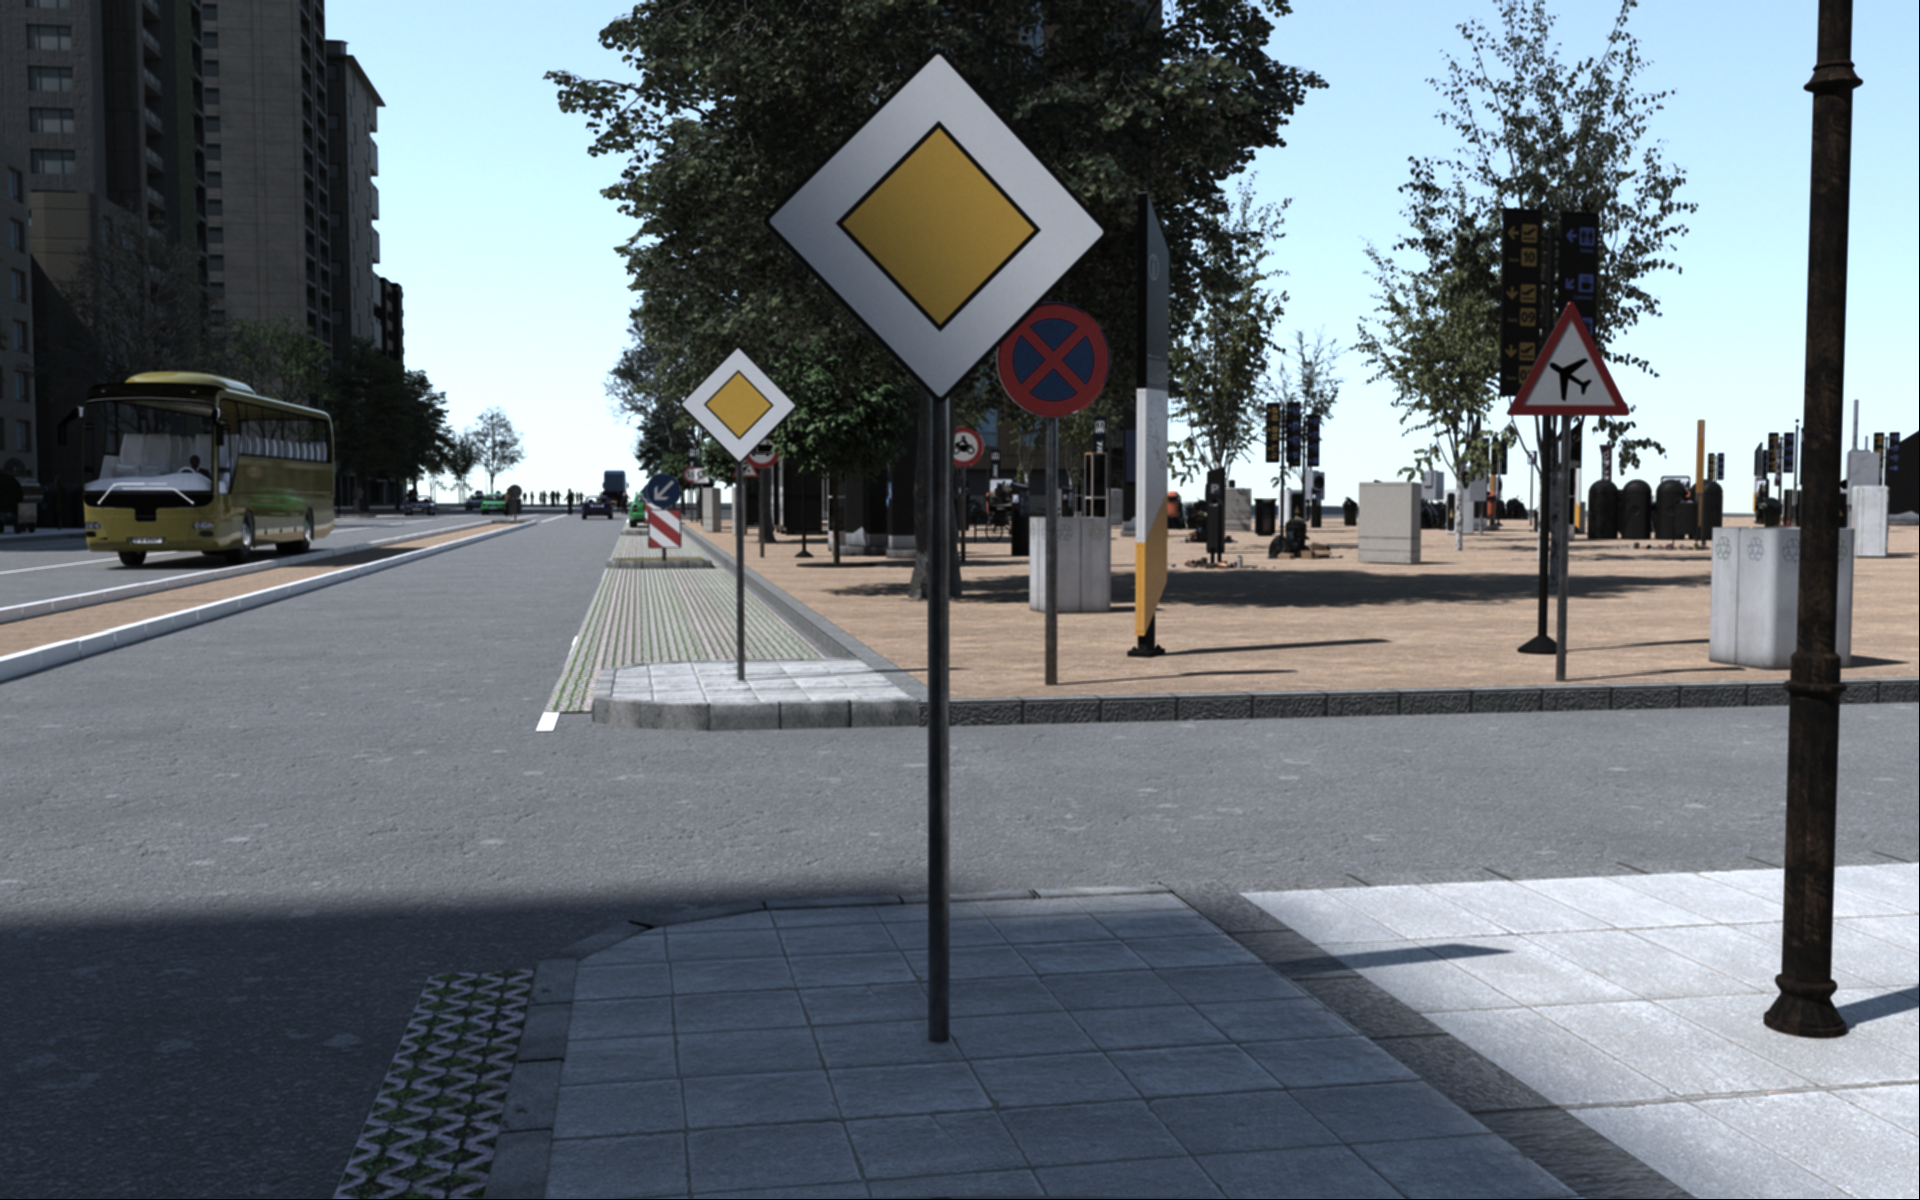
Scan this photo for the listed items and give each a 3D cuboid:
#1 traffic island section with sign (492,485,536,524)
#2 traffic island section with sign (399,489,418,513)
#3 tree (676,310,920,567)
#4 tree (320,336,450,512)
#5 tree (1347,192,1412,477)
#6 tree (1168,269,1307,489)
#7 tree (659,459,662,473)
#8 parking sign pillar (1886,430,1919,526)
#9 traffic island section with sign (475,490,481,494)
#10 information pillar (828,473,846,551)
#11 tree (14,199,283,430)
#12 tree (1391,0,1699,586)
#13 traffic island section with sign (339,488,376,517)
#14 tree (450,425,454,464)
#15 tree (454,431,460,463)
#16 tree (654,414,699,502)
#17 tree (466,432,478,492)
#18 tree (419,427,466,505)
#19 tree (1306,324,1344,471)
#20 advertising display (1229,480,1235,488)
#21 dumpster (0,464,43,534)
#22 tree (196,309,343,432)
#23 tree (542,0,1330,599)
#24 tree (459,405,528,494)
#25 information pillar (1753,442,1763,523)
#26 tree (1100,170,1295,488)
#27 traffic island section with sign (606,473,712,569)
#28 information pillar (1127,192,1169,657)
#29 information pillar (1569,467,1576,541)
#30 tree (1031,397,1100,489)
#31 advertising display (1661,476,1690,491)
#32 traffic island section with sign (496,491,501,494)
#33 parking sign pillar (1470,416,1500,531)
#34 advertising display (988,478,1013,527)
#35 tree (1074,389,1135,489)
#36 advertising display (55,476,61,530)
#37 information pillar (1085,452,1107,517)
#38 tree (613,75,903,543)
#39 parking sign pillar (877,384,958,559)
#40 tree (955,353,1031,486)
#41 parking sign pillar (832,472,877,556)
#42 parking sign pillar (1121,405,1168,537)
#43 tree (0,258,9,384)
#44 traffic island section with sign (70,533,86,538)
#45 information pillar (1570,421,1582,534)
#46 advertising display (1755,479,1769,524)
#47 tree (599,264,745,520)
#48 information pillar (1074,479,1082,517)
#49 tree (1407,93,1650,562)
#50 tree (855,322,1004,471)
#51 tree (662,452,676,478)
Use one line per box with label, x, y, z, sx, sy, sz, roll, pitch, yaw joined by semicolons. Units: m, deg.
traffic island section with sign;-21.697;-4.657;84.278;2.006;1.907;1.989;-1;4;-10
traffic island section with sign;-42.134;-7.644;133.609;1.989;1.847;2.006;-1;4;-10
tree;-2.138;-2.885;30.878;4.285;4.588;4.351;0;3;0
tree;-42.502;-12.621;124.472;7.486;12.596;7.792;0;3;0
tree;11.130;-5.423;39.033;4.737;8.622;4.395;0;3;0
tree;8.567;-6.539;57.277;4.360;8.622;3.978;0;3;0
tree;-18.939;-8.222;118.145;4.285;4.588;4.351;0;3;0
parking sign pillar;38.396;-5.014;70.453;1.447;3.967;1.447;1;4;17
traffic island section with sign;-52.158;-10.949;187.637;1.989;1.847;2.006;-1;4;-10
information pillar;-2.769;-2.110;38.986;0.304;2.012;0.304;-3;5;-41
tree;-34.214;-9.954;73.121;12.009;13.543;11.850;0;3;0
tree;8.183;-4.491;23.798;4.360;8.622;3.978;0;3;0
traffic island section with sign;-37.203;-6.019;107.039;1.989;1.847;2.006;-1;4;-10
tree;-47.728;-13.941;146.064;7.486;12.596;7.792;0;3;0
tree;-49.313;-14.597;156.790;7.486;12.596;7.792;0;3;0
tree;-24.215;-12.178;149.479;4.737;8.622;4.395;0;3;0
tree;-58.537;-15.465;203.210;4.737;8.622;4.395;0;3;0
tree;-51.754;-13.418;169.745;4.737;8.622;4.395;0;3;0
tree;14.706;-7.610;74.785;4.360;8.622;3.978;0;3;0
advertising display;12.502;-4.557;79.725;0.123;1.923;0.974;0;4;-1
dumpster;-31.090;-3.310;56.605;1.502;2.255;1.985;-1;4;-10
tree;-39.102;-10.585;98.818;9.928;11.665;9.643;0;3;0
tree;-0.193;-7.005;21.180;9.857;13.997;8.962;0;3;0
tree;-63.708;-19.896;235.662;12.009;13.543;11.850;0;3;0
information pillar;35.788;-5.280;77.676;0.504;3.616;0.183;-2;4;-35
tree;5.849;-5.480;39.952;4.737;8.622;4.395;0;3;0
traffic island section with sign;-5.908;-1.545;33.890;1.989;1.847;2.006;-1;4;-10
information pillar;1.521;-1.369;13.744;0.183;3.616;0.504;2;4;28
information pillar;16.471;-2.597;46.949;0.304;2.012;0.304;0;4;-7
tree;5.304;-7.876;79.132;4.737;8.622;4.395;0;3;0
advertising display;25.581;-3.471;61.963;0.974;1.923;0.123;2;4;24
traffic island section with sign;-57.205;-12.608;214.773;1.989;1.847;2.006;-1;4;-10
parking sign pillar;18.051;-4.390;60.242;1.447;3.967;1.447;0;4;8
advertising display;1.602;-3.830;67.840;0.974;1.923;0.123;0;3;0
tree;6.871;-8.281;85.753;4.360;8.622;3.978;0;3;0
advertising display;-32.745;-3.528;62.892;0.123;1.923;0.974;-2;4;-31
information pillar;2.410;-1.606;30.745;0.304;2.012;0.304;-1;4;-22
tree;-5.108;-7.756;44.936;7.486;12.596;7.792;0;3;0
parking sign pillar;-0.771;-2.830;34.746;1.447;3.967;1.447;-1;4;-13
tree;-0.077;-7.850;78.704;4.737;8.622;4.395;0;3;0
parking sign pillar;-1.990;-2.940;36.548;1.447;3.967;1.447;-2;4;-26
parking sign pillar;5.596;-3.913;52.443;1.447;3.967;1.447;0;4;0
tree;-29.104;-6.049;49.272;4.737;8.622;4.395;0;3;0
traffic island section with sign;-27.888;-2.950;56.865;1.989;1.847;2.006;-1;4;-10
information pillar;19.585;-3.907;55.227;0.183;3.616;0.504;-3;5;-45
advertising display;34.095;-4.185;73.640;0.123;1.923;0.974;0;4;0
tree;-12.978;-10.807;87.058;12.009;13.543;11.850;0;3;0
information pillar;5.601;-4.738;81.964;0.304;2.012;0.304;-1;4;-14
tree;10.967;-5.033;32.650;4.737;8.622;4.395;0;3;0
tree;-0.777;-6.426;55.430;4.360;8.622;3.978;0;3;0
tree;-8.326;-4.976;65.074;4.285;4.588;4.351;0;3;0
